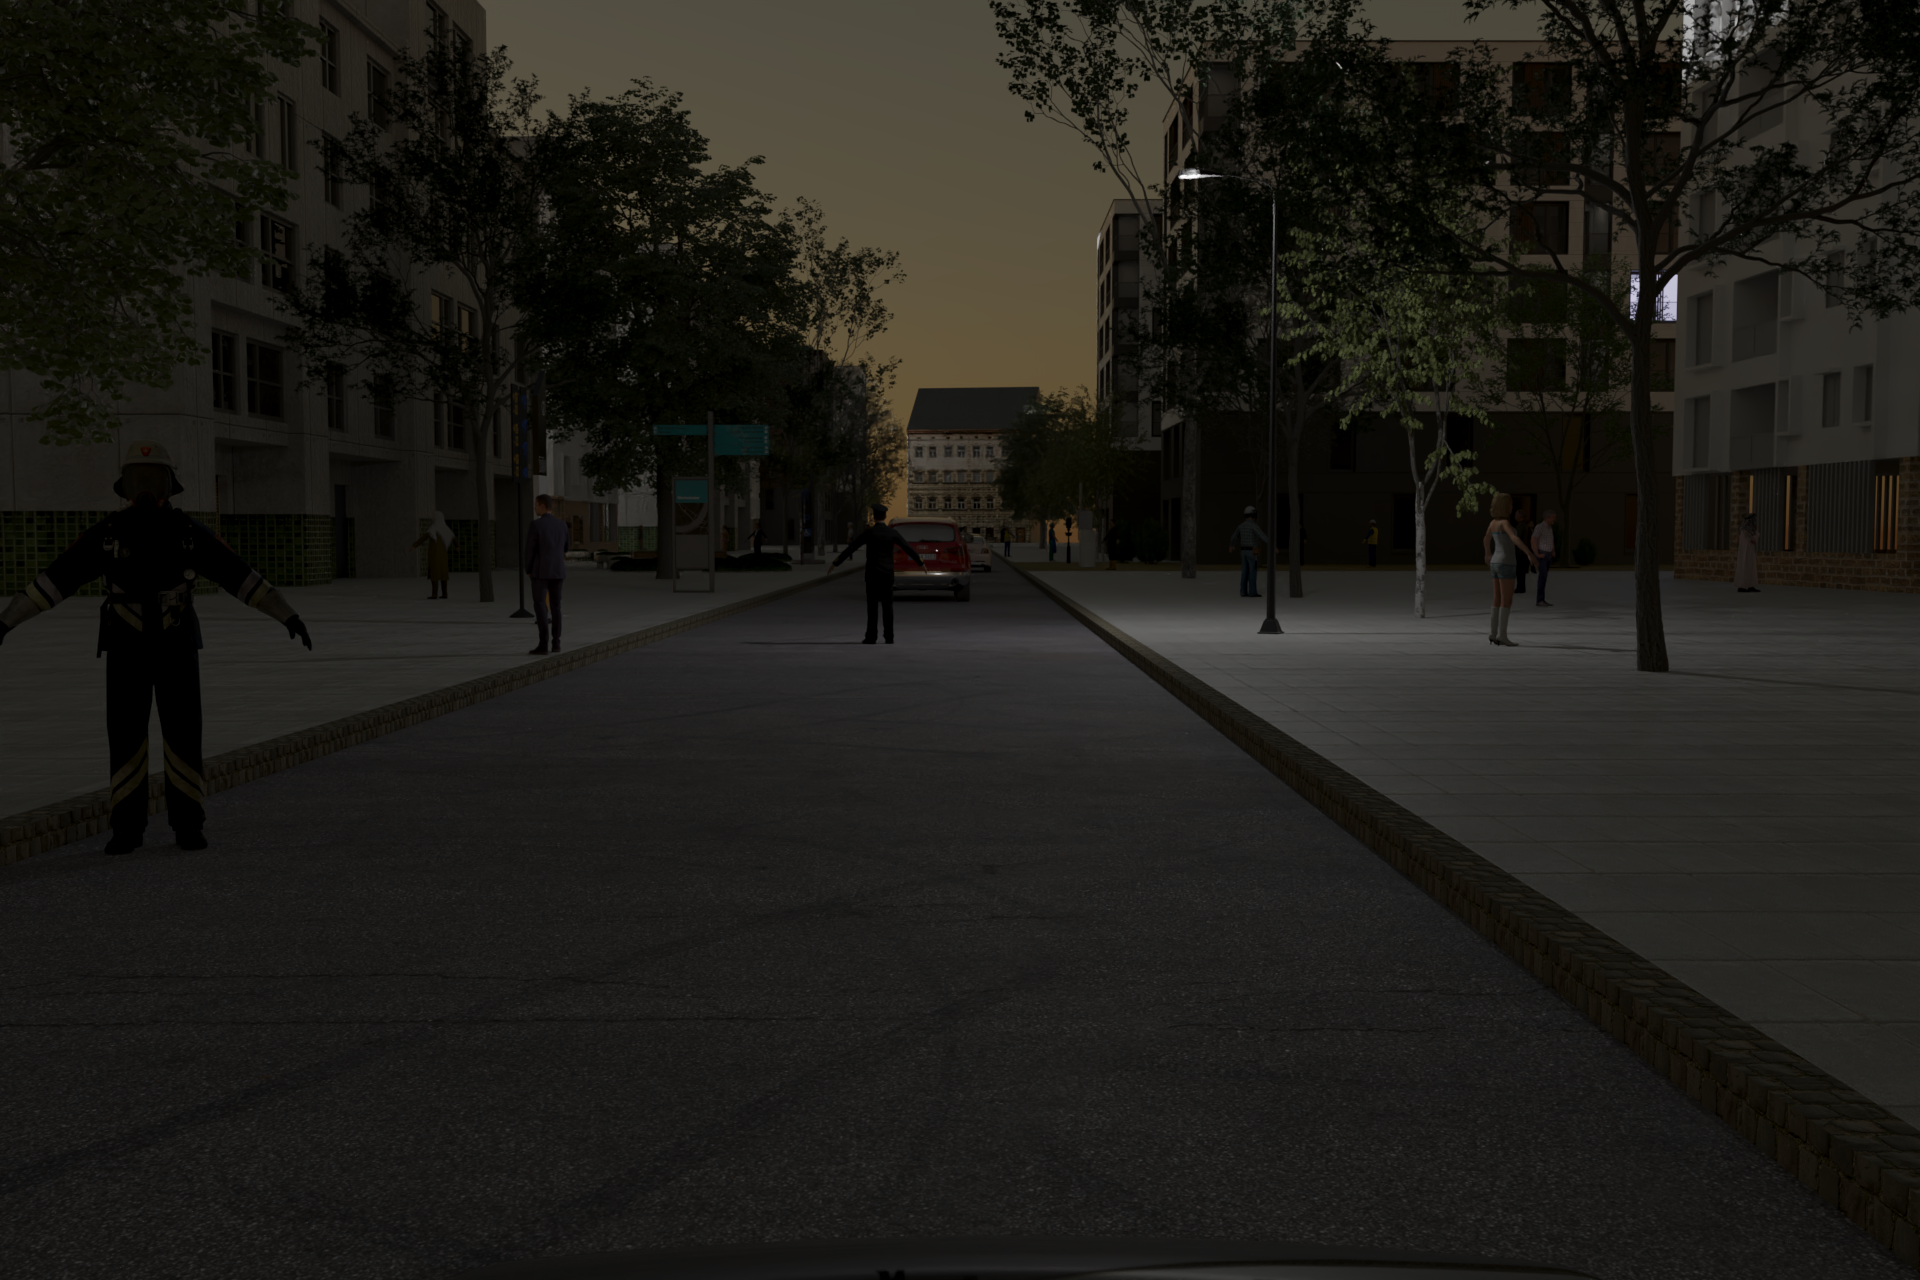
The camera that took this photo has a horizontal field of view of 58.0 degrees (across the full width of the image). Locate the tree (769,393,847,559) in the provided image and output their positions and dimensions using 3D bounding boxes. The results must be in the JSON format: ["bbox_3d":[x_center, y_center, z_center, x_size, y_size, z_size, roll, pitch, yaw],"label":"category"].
[{"bbox_3d":[-7.870,-8.432,88.222,4.737,8.622,4.395,0,3,0],"label":"tree"}]

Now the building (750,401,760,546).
[{"bbox_3d":[-27.094,-19.598,176.854,16.016,20.090,11.380,0,4,1],"label":"building"}]

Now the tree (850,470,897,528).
[{"bbox_3d":[-7.666,-12.276,151.068,4.737,8.622,4.395,0,3,0],"label":"tree"}]

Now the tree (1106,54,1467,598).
[{"bbox_3d":[6.456,-6.128,34.613,7.601,10.594,8.767,-1,4,-14],"label":"tree"}]

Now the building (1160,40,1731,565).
[{"bbox_3d":[23.945,-14.948,88.368,27.936,21.610,32.646,0,3,0],"label":"building"}]

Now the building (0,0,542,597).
[{"bbox_3d":[-24.301,-11.255,50.469,16.747,18.905,31.486,0,4,0],"label":"building"}]

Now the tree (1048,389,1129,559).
[{"bbox_3d":[6.710,-8.368,87.179,4.737,8.622,4.395,0,3,0],"label":"tree"}]

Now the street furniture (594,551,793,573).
[{"bbox_3d":[-9.857,-2.808,61.530,5.734,0.657,10.072,-1,4,-22],"label":"street furniture"}]

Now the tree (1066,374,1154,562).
[{"bbox_3d":[6.818,-7.985,80.918,4.737,8.622,4.395,0,3,0],"label":"tree"}]

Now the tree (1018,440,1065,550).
[{"bbox_3d":[6.738,-11.377,136.382,4.737,8.622,4.395,0,3,0],"label":"tree"}]

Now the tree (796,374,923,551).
[{"bbox_3d":[-7.872,-13.589,132.554,12.009,13.543,11.850,0,3,0],"label":"tree"}]

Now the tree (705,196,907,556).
[{"bbox_3d":[-9.176,-14.937,100.117,12.611,20.169,13.585,0,3,0],"label":"tree"}]

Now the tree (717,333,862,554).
[{"bbox_3d":[-8.362,-8.931,80.433,8.767,10.594,7.601,2,4,34],"label":"tree"}]

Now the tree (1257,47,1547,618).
[{"bbox_3d":[6.833,-4.625,25.974,4.737,8.622,4.395,0,3,0],"label":"tree"}]

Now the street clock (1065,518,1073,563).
[{"bbox_3d":[4.751,-4.354,75.754,0.358,2.002,0.471,0,4,-1],"label":"street clock"}]

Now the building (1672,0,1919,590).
[{"bbox_3d":[25.369,-11.654,46.964,16.016,20.090,11.380,0,4,0],"label":"building"}]

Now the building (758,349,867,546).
[{"bbox_3d":[-25.808,-22.257,207.873,27.936,21.610,32.646,0,4,0],"label":"building"}]

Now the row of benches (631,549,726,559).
[{"bbox_3d":[-11.867,-3.492,72.561,4.104,0.672,1.422,-1,4,-22],"label":"row of benches"}]

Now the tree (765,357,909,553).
[{"bbox_3d":[-8.467,-12.772,119.188,12.009,13.543,11.850,0,3,0],"label":"tree"}]

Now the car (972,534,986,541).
[{"bbox_3d":[0.931,-7.181,127.626,2.015,1.641,3.980,0,4,0],"label":"car"}]

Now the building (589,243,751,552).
[{"bbox_3d":[-25.188,-15.598,121.489,16.747,18.905,31.486,0,4,1],"label":"building"}]

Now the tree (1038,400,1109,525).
[{"bbox_3d":[6.506,-8.768,93.714,4.737,8.622,4.395,0,3,0],"label":"tree"}]

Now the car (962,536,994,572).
[{"bbox_3d":[0.271,-3.304,66.375,2.083,1.381,4.827,0,4,0],"label":"car"}]

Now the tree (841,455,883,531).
[{"bbox_3d":[-8.414,-12.870,160.794,4.360,8.622,3.978,0,3,0],"label":"tree"}]

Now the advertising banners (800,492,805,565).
[{"bbox_3d":[-6.505,-4.620,71.730,0.090,3.025,2.074,0,4,-1],"label":"advertising banners"}]

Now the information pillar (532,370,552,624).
[{"bbox_3d":[-5.955,-2.033,24.592,0.183,3.616,0.504,0,3,0],"label":"information pillar"}]

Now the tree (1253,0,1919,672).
[{"bbox_3d":[6.181,-4.994,16.058,7.601,10.594,8.767,1,4,18],"label":"tree"}]

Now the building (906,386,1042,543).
[{"bbox_3d":[2.766,-25.947,257.620,18.063,23.208,19.493,1,4,9],"label":"building"}]

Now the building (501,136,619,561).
[{"bbox_3d":[-24.017,-13.908,83.821,16.016,20.090,11.380,0,4,-1],"label":"building"}]

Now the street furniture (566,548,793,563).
[{"bbox_3d":[-12.834,-3.833,78.297,10.072,0.657,5.734,1,4,10],"label":"street furniture"}]

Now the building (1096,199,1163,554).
[{"bbox_3d":[23.385,-17.013,122.145,27.936,21.610,32.646,0,4,0],"label":"building"}]

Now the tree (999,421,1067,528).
[{"bbox_3d":[7.458,-14.939,162.385,7.486,12.596,7.792,0,3,0],"label":"tree"}]

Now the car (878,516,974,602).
[{"bbox_3d":[-0.819,-1.807,38.211,2.281,1.827,5.304,0,4,-1],"label":"car"}]

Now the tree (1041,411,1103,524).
[{"bbox_3d":[7.060,-9.317,102.697,4.737,8.622,4.395,0,3,0],"label":"tree"}]

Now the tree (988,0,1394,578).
[{"bbox_3d":[8.083,-11.829,49.291,12.611,20.169,13.585,0,3,0],"label":"tree"}]

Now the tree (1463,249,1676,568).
[{"bbox_3d":[22.657,-8.498,64.698,9.928,11.665,9.643,0,3,0],"label":"tree"}]

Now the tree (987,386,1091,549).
[{"bbox_3d":[7.094,-14.883,149.985,9.857,13.997,8.962,0,3,0],"label":"tree"}]
